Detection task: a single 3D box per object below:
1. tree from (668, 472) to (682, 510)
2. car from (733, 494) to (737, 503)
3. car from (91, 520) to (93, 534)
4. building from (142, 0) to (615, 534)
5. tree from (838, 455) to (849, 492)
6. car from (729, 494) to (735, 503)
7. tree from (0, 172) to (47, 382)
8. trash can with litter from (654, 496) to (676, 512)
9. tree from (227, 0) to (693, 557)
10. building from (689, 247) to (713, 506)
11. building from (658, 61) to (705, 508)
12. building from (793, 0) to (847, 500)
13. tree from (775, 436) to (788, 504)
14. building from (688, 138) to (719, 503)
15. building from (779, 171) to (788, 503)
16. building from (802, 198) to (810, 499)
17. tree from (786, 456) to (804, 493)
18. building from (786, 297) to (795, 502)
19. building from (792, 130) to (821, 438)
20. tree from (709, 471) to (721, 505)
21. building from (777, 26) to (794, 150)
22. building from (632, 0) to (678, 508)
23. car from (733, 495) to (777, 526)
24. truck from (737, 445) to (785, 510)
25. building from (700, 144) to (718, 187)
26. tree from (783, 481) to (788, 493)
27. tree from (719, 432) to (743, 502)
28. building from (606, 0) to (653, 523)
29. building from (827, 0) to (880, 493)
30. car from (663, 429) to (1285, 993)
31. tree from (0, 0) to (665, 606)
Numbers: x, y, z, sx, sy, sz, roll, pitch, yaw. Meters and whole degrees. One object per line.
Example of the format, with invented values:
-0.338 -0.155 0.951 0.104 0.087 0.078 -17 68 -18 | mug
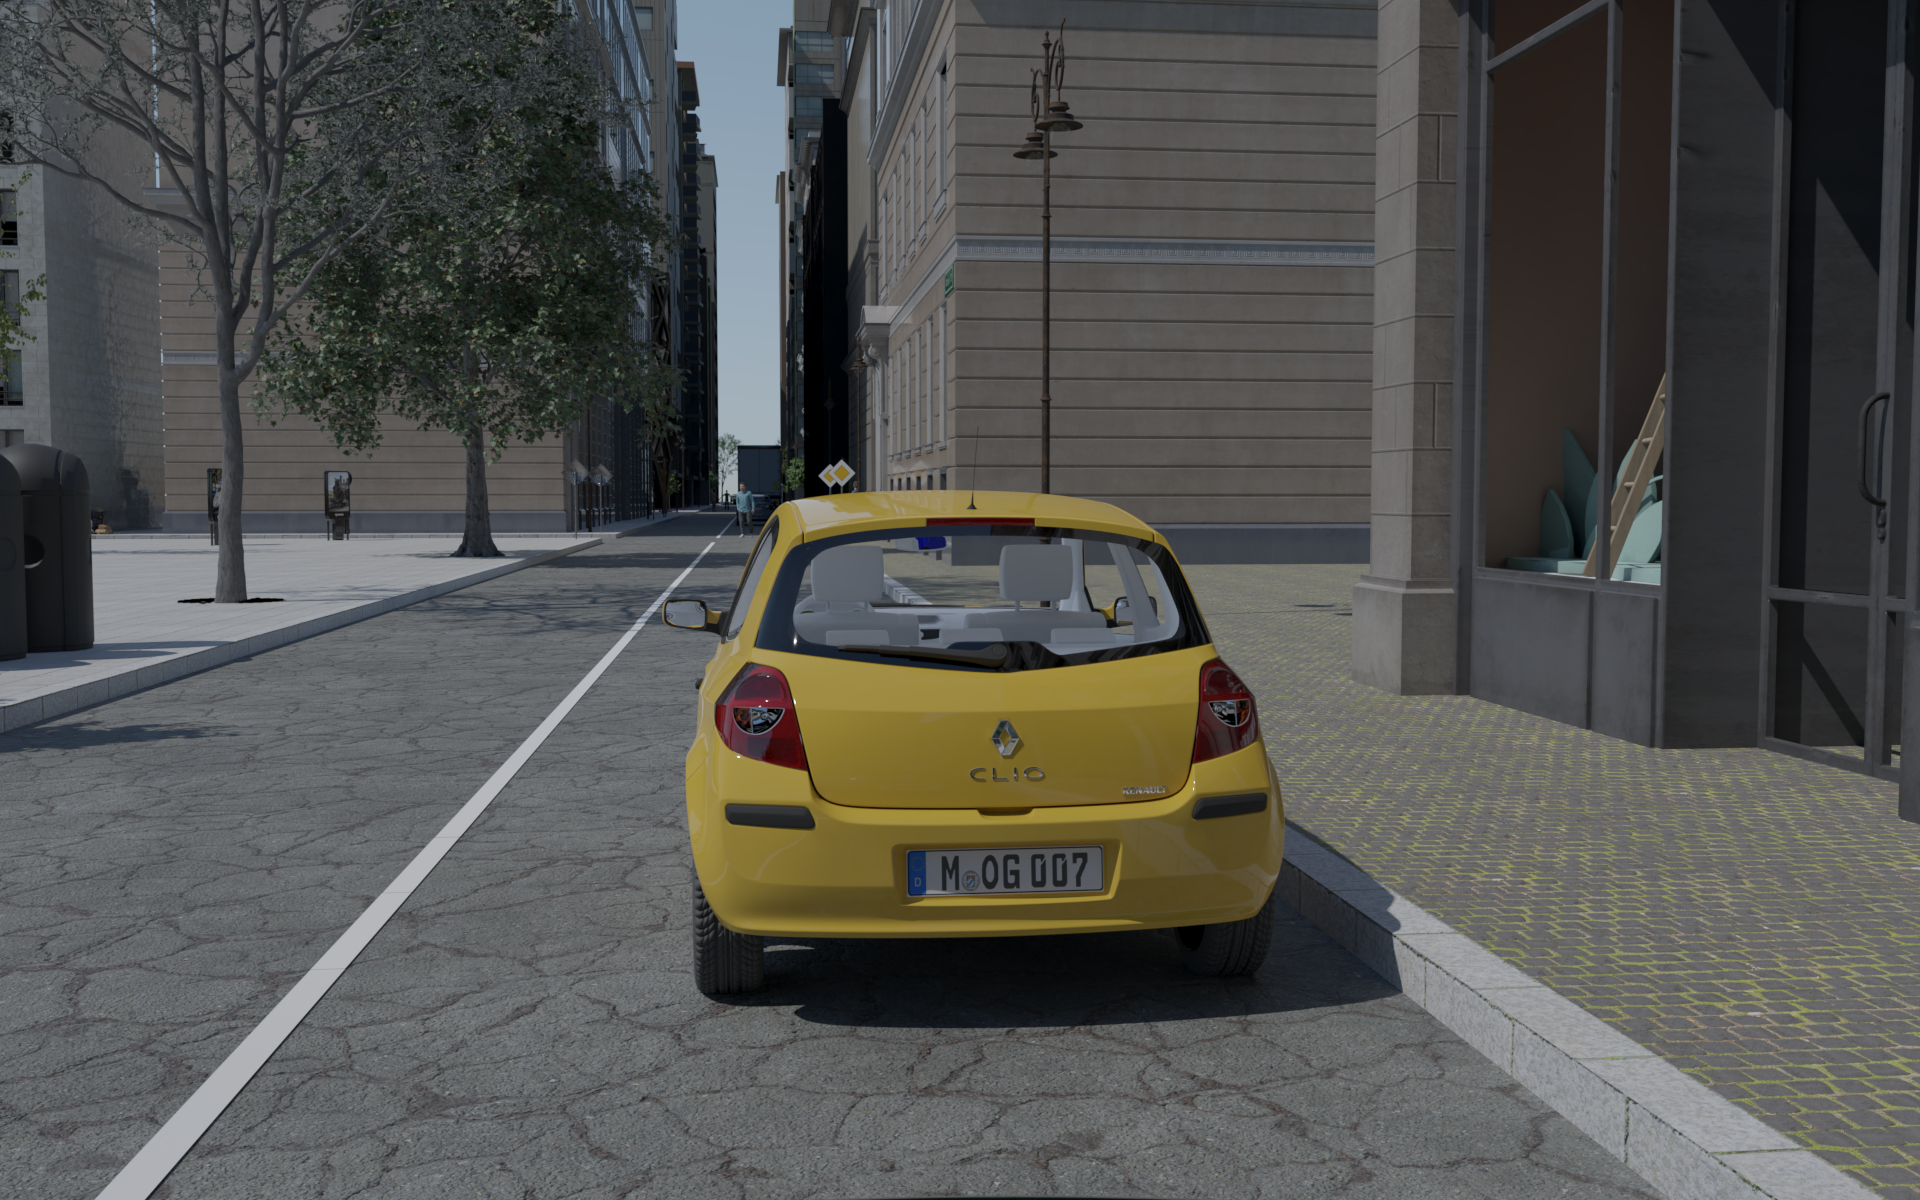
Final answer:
-21.555 -8.234 129.233 1.663 3.219 1.824 0 3 0 | tree
-32.122 -14.685 251.897 2.131 1.459 4.920 -1 4 -8 | car
-28.482 -2.396 51.540 4.827 1.381 2.083 0 4 -6 | car
-20.282 -17.077 65.106 13.634 28.700 20.117 0 4 -7 | building
-4.591 -4.937 75.325 1.663 3.219 1.824 0 3 0 | tree
-34.522 -15.607 266.966 2.131 1.459 4.920 0 4 -8 | car
-21.257 -5.253 36.249 4.737 8.622 4.395 0 3 0 | tree
-21.541 -6.948 124.662 2.233 1.210 1.678 1 4 11 | trash can with litter
-10.031 -7.234 35.278 9.611 12.733 9.660 0 3 0 | tree
-35.437 -25.838 194.148 14.160 30.474 14.107 0 4 -7 | building
-36.933 -31.640 171.944 22.147 44.769 28.867 0 4 -7 | building
-6.887 -28.238 145.289 14.154 41.232 14.086 0 4 -7 | building
-22.605 -16.608 221.899 4.737 8.622 4.395 0 3 0 | tree
-44.327 -37.588 238.264 21.300 48.544 21.600 0 4 -7 | building
-17.425 -35.761 234.807 14.600 45.320 14.200 0 4 -7 | building
-2.747 -16.584 100.820 12.332 23.373 15.834 0 4 -7 | building
-11.992 -9.262 135.146 4.285 4.588 4.351 0 3 0 | tree
-2.687 -19.756 168.047 27.650 21.520 28.899 0 4 -7 | building
-4.374 -20.399 120.917 14.401 28.519 23.554 0 4 -7 | building
-30.606 -13.751 208.541 4.285 4.588 4.351 0 3 0 | tree
-5.943 -37.067 195.288 28.713 52.752 27.495 0 4 -7 | building
-37.282 -33.890 143.339 28.713 52.752 27.495 0 4 -7 | building
-9.438 -4.149 79.838 2.014 1.417 4.499 0 4 -8 | car
-11.999 -7.070 104.506 2.839 4.237 11.283 0 4 -5 | truck
-51.094 -41.148 262.014 28.713 52.752 27.495 0 4 -7 | building
-21.337 -13.611 217.139 1.663 3.219 1.824 0 3 0 | tree
-39.663 -22.263 289.748 9.928 11.665 9.643 0 3 0 | tree
-22.428 -19.108 89.908 11.434 29.767 29.804 0 4 -7 | building
10.257 -14.298 67.056 30.059 22.955 16.112 0 4 -7 | building
-0.117 0.229 6.477 2.015 1.641 3.980 0 4 -7 | car
-8.468 -6.710 20.084 12.009 13.543 11.850 0 3 0 | tree
